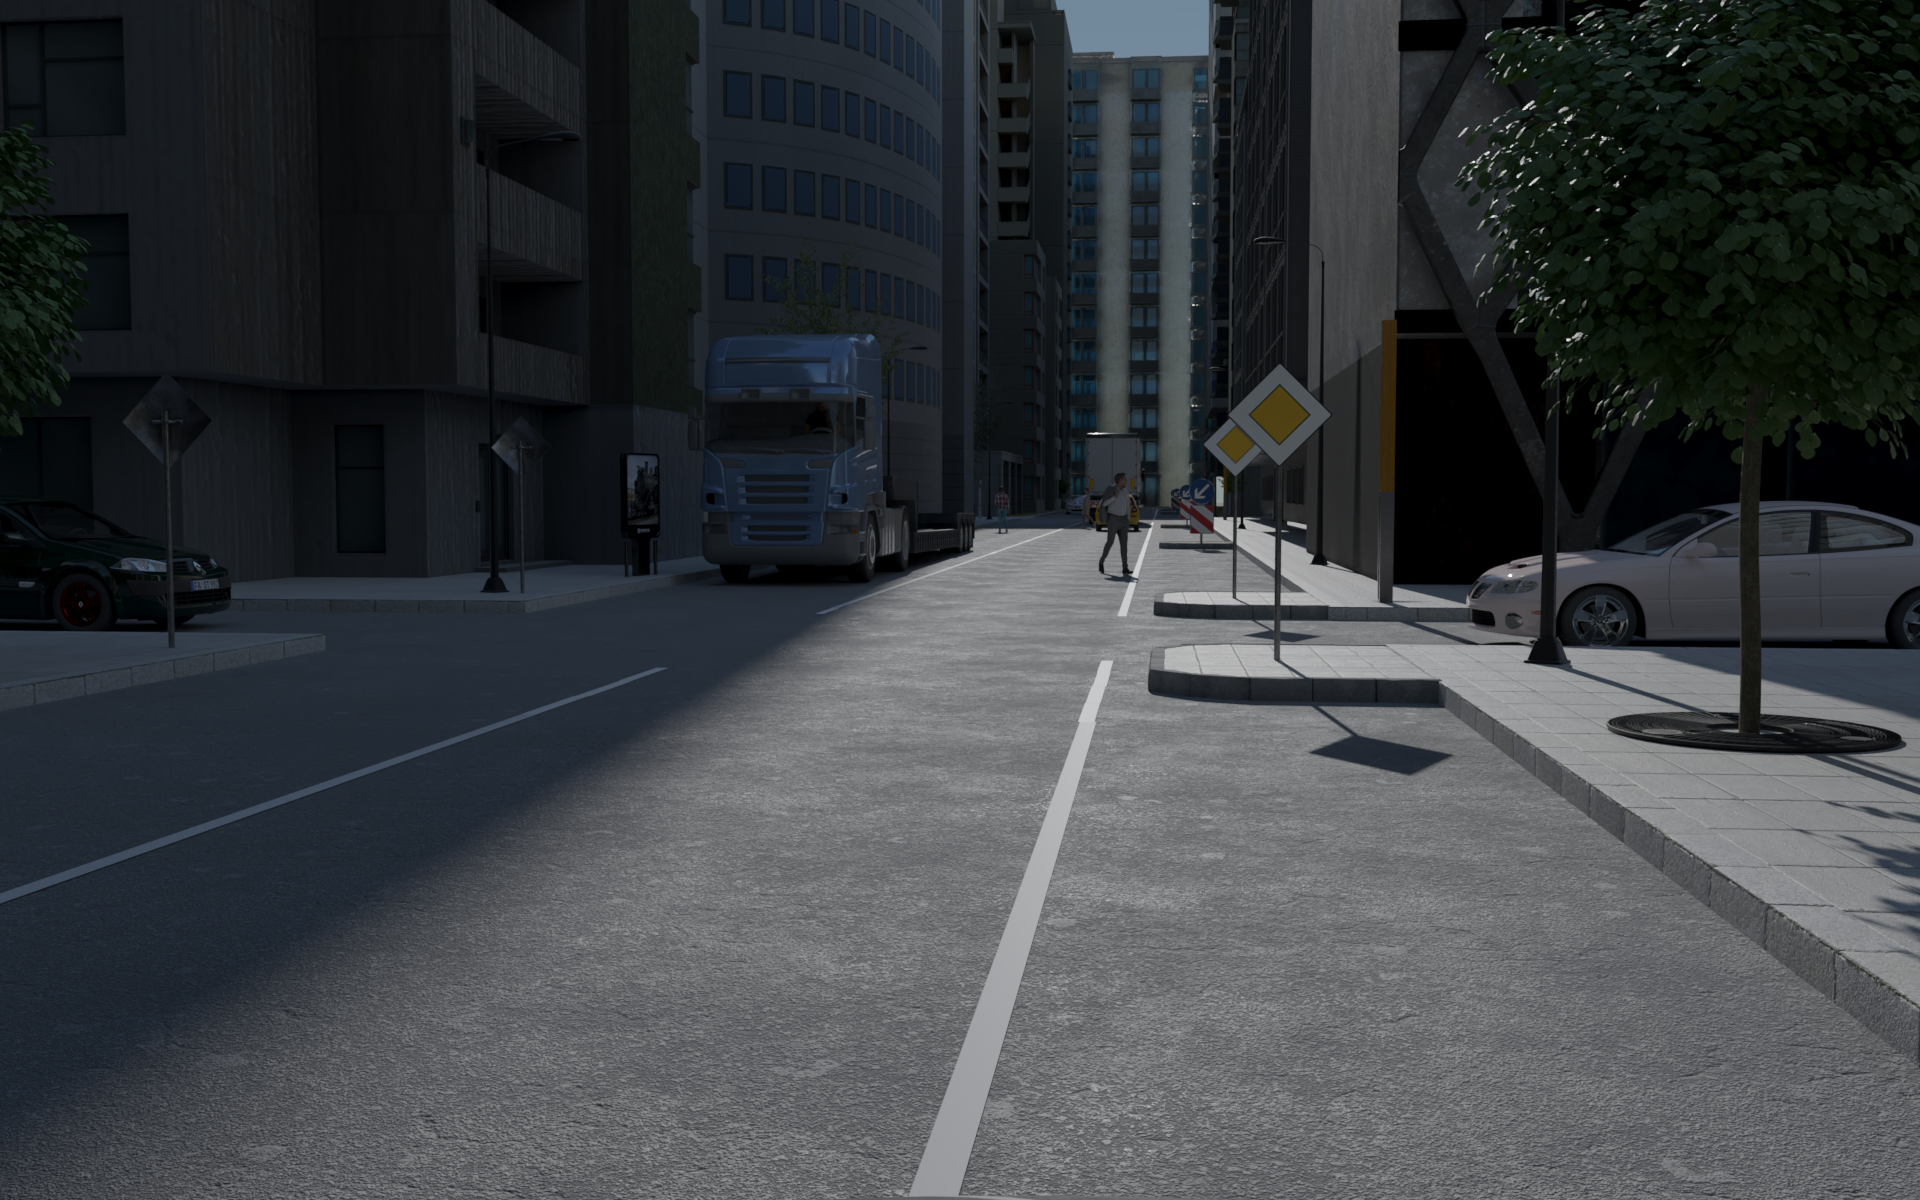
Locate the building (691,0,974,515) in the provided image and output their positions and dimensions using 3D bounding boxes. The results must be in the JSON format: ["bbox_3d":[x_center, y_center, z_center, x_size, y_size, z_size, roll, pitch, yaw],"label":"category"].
[{"bbox_3d":[-11.393,-32.196,68.398,21.231,58.520,28.212,0,4,7],"label":"building"}]

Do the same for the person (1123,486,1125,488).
[{"bbox_3d":[6.802,-3.961,73.279,0.660,1.820,0.620,1,4,19],"label":"person"}]

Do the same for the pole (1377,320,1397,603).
[{"bbox_3d":[5.031,-1.625,20.405,0.158,3.312,0.155,0,3,0],"label":"pole"}]

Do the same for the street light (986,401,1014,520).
[{"bbox_3d":[2.013,-6.992,86.853,1.470,5.913,1.316,0,4,7],"label":"street light"}]

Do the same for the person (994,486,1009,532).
[{"bbox_3d":[1.574,-3.416,65.185,0.563,1.720,0.643,0,4,-2],"label":"person"}]

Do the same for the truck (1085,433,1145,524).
[{"bbox_3d":[7.662,-5.909,85.523,2.839,4.237,11.283,0,4,7],"label":"truck"}]

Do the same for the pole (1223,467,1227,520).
[{"bbox_3d":[13.066,-5.592,85.271,0.158,3.312,0.155,0,3,0],"label":"pole"}]

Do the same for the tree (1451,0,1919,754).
[{"bbox_3d":[4.300,-1.556,9.155,4.285,4.588,4.351,0,3,0],"label":"tree"}]

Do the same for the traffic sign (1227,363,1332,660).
[{"bbox_3d":[2.448,-0.593,13.333,0.795,2.450,0.064,0,4,7],"label":"traffic sign"}]

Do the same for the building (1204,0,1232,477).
[{"bbox_3d":[35.945,-34.599,154.929,28.713,52.752,27.495,0,4,7],"label":"building"}]

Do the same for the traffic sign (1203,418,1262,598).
[{"bbox_3d":[3.375,-1.078,21.264,0.795,2.450,0.064,0,4,7],"label":"traffic sign"}]

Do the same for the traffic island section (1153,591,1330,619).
[{"bbox_3d":[3.400,0.058,21.339,2.009,0.180,2.903,0,4,7],"label":"traffic island section"}]

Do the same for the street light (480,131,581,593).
[{"bbox_3d":[-5.543,-3.049,22.386,1.470,5.913,1.316,0,4,7],"label":"street light"}]

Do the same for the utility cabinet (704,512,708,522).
[{"bbox_3d":[-6.858,-2.124,43.407,0.318,1.500,1.173,3,4,39],"label":"utility cabinet"}]

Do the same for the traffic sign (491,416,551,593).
[{"bbox_3d":[-5.655,-1.143,22.336,0.795,2.450,0.064,0,4,7],"label":"traffic sign"}]

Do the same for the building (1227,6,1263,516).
[{"bbox_3d":[23.529,-20.445,105.984,14.160,30.474,14.107,0,4,7],"label":"building"}]

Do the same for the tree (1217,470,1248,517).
[{"bbox_3d":[15.458,-6.345,98.347,1.663,3.219,1.824,0,3,0],"label":"tree"}]

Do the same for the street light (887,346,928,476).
[{"bbox_3d":[-1.715,-5.015,54.531,1.470,5.913,1.316,0,4,7],"label":"street light"}]

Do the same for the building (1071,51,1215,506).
[{"bbox_3d":[13.891,-34.930,190.710,30.456,49.044,23.786,0,4,7],"label":"building"}]

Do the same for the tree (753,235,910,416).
[{"bbox_3d":[-3.768,-6.105,50.175,4.737,8.622,4.395,0,3,0],"label":"tree"}]

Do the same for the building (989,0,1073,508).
[{"bbox_3d":[-0.486,-33.009,163.398,21.600,48.544,21.300,0,4,7],"label":"building"}]

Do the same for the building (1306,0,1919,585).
[{"bbox_3d":[14.916,-9.827,28.118,16.811,18.784,16.820,0,4,7],"label":"building"}]

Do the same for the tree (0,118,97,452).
[{"bbox_3d":[-7.693,-1.734,12.064,4.285,4.588,4.351,0,3,0],"label":"tree"}]

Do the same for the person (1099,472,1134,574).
[{"bbox_3d":[2.798,-1.388,31.294,0.679,1.850,0.850,-3,4,-36],"label":"person"}]

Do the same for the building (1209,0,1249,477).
[{"bbox_3d":[29.699,-28.867,126.605,22.147,44.769,28.867,0,4,7],"label":"building"}]

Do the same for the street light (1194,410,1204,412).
[{"bbox_3d":[13.591,-7.532,95.695,1.470,5.913,1.316,0,4,7],"label":"street light"}]

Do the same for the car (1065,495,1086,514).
[{"bbox_3d":[8.486,-6.779,123.198,2.083,1.381,4.827,0,4,5],"label":"car"}]

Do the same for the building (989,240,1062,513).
[{"bbox_3d":[-6.828,-17.659,133.769,27.650,21.520,28.899,0,4,7],"label":"building"}]

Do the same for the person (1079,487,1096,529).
[{"bbox_3d":[5.291,-3.832,71.909,0.760,1.731,0.466,-2,4,-32],"label":"person"}]

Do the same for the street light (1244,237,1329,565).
[{"bbox_3d":[6.000,-3.600,31.397,1.470,5.913,1.316,0,4,7],"label":"street light"}]

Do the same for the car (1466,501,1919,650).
[{"bbox_3d":[7.179,-0.223,16.009,4.827,1.381,2.083,0,4,5],"label":"car"}]

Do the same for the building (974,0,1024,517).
[{"bbox_3d":[-6.579,-40.905,107.054,20.563,71.187,20.611,0,4,7],"label":"building"}]

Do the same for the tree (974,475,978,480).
[{"bbox_3d":[-0.138,-5.480,84.191,1.663,3.219,1.824,0,3,0],"label":"tree"}]

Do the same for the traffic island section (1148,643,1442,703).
[{"bbox_3d":[2.473,0.543,13.407,2.009,0.180,2.903,0,4,7],"label":"traffic island section"}]

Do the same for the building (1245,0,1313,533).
[{"bbox_3d":[16.264,-15.815,52.090,14.314,27.812,24.014,0,4,7],"label":"building"}]

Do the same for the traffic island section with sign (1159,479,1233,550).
[{"bbox_3d":[6.265,-2.272,45.779,1.989,1.847,2.006,0,4,7],"label":"traffic island section with sign"}]

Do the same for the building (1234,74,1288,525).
[{"bbox_3d":[20.216,-15.898,79.005,14.314,24.678,30.058,0,4,7],"label":"building"}]

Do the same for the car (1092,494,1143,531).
[{"bbox_3d":[6.211,-3.547,68.225,2.015,1.641,3.980,0,4,5],"label":"car"}]

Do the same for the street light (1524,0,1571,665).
[{"bbox_3d":[3.929,-2.478,13.059,1.470,5.913,1.316,0,4,7],"label":"street light"}]

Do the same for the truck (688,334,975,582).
[{"bbox_3d":[-1.854,-2.769,35.039,2.967,4.110,18.799,0,4,6],"label":"truck"}]

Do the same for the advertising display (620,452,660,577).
[{"bbox_3d":[-5.010,-1.342,27.159,0.123,1.923,0.974,1,4,21],"label":"advertising display"}]

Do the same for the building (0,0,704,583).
[{"bbox_3d":[-13.091,-15.744,29.114,14.160,30.474,14.107,0,4,7],"label":"building"}]

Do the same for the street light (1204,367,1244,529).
[{"bbox_3d":[9.823,-5.566,63.543,1.470,5.913,1.316,0,4,7],"label":"street light"}]

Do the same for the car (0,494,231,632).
[{"bbox_3d":[-9.983,-0.530,18.452,4.222,1.686,2.009,0,4,8],"label":"car"}]

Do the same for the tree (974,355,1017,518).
[{"bbox_3d":[0.837,-8.620,91.292,4.360,8.622,3.978,0,3,0],"label":"tree"}]

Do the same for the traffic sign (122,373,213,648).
[{"bbox_3d":[-6.582,-0.658,14.405,0.795,2.450,0.064,0,4,7],"label":"traffic sign"}]

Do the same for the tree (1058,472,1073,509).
[{"bbox_3d":[8.751,-9.479,149.587,1.663,3.219,1.824,0,3,0],"label":"tree"}]
